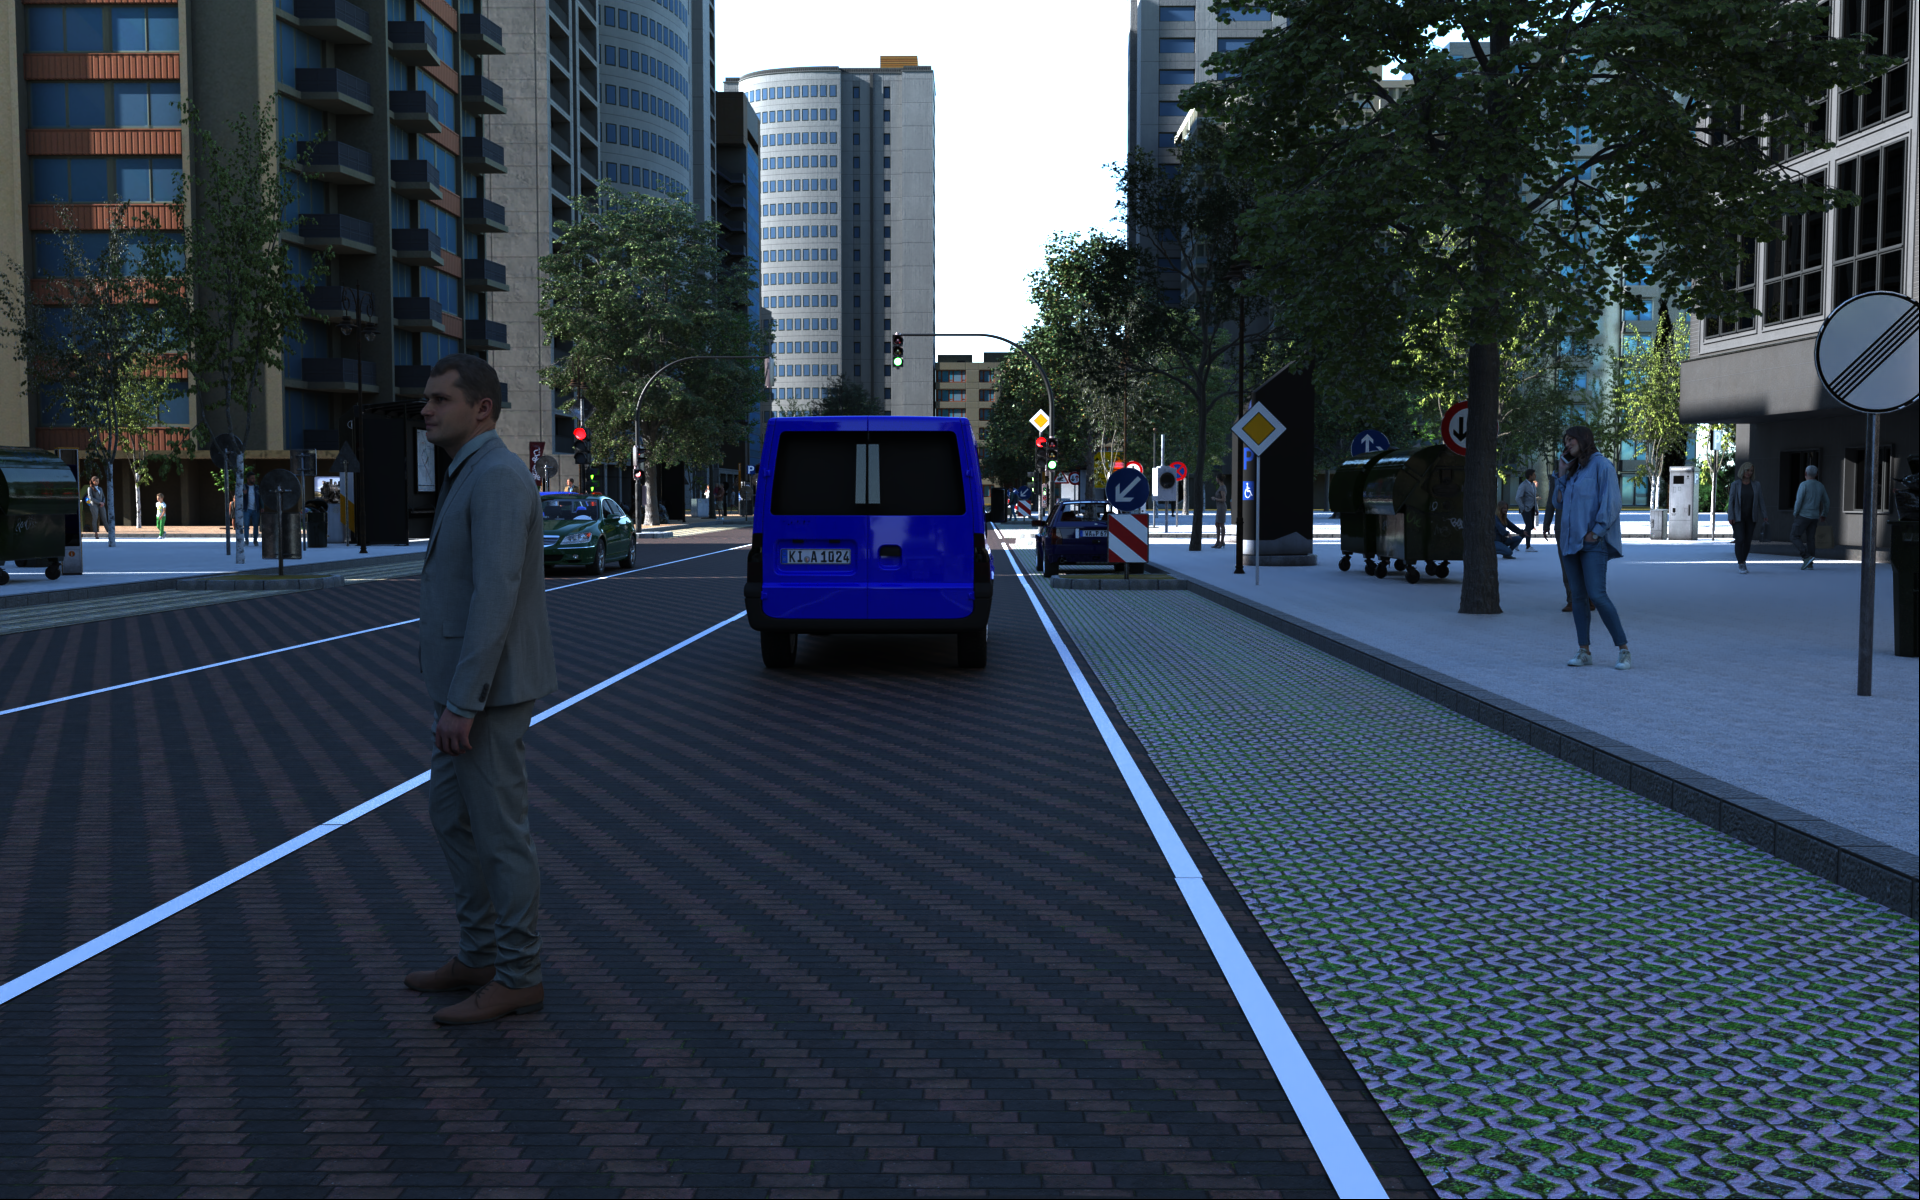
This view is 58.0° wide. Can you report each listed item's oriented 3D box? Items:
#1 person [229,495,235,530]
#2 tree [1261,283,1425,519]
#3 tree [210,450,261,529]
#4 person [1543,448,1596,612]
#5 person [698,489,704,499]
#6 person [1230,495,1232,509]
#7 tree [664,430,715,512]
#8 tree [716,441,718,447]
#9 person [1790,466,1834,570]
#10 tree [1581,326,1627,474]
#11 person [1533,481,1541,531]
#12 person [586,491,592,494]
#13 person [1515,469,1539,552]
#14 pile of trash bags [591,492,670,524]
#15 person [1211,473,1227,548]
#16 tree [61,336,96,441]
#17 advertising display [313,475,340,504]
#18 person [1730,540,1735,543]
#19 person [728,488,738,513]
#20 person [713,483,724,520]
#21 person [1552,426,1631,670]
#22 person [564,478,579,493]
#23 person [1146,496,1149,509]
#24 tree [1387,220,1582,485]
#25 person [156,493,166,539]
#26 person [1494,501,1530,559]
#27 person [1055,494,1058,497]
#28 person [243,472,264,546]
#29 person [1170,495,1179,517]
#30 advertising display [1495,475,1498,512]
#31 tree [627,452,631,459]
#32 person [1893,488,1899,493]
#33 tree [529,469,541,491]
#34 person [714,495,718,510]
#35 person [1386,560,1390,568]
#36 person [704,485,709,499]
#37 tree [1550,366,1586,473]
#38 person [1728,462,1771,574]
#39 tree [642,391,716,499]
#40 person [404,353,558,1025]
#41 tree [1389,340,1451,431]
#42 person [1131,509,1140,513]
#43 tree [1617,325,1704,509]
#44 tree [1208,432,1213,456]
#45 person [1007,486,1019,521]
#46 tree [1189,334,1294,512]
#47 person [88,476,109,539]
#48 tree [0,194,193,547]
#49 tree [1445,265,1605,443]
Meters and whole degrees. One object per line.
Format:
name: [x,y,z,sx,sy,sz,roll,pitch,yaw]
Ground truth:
person: [-25.874,-3.125,61.813,0.362,1.253,0.373,-1,4,-11]
tree: [19.768,-10.600,90.312,9.611,12.733,9.660,0,3,0]
tree: [-26.615,-4.195,63.187,1.663,3.219,1.824,0,3,0]
person: [6.717,-0.781,18.933,0.709,1.813,0.853,2,4,30]
person: [-22.069,-8.651,148.197,0.721,1.735,1.217,2,4,25]
person: [15.858,-5.496,100.593,0.332,1.250,0.352,1,4,15]
tree: [-19.205,-10.558,122.978,4.737,8.622,4.395,0,3,0]
tree: [-19.561,-10.916,128.834,4.360,8.622,3.978,0,3,0]
person: [14.547,-1.404,29.486,0.782,1.767,0.515,-1,4,-19]
tree: [28.463,-7.351,70.557,4.737,8.622,4.395,0,3,0]
person: [20.200,-3.315,60.795,0.362,1.759,0.519,2,4,25]
person: [-21.622,-5.793,101.185,0.534,1.772,0.576,-1,4,-13]
person: [12.580,-2.000,38.587,0.661,1.843,0.795,-3,4,-37]
pile of trash bags: [-14.234,-3.924,73.911,3.447,1.369,1.912,-3,5,-40]
person: [6.116,-2.112,40.911,0.374,1.781,0.599,0,4,7]
tree: [-31.185,-7.016,65.073,4.737,8.622,4.395,0,3,0]
advertising display: [-21.550,-3.296,59.096,0.974,1.923,0.123,0,4,-2]
person: [20.390,-2.389,45.284,0.511,1.800,0.466,3,5,43]
person: [-15.468,-6.822,118.333,0.760,1.731,0.466,-2,4,-26]
person: [-12.074,-4.943,86.840,0.580,1.828,0.573,0,4,2]
person: [4.714,-0.403,12.893,0.793,1.790,0.793,3,5,40]
person: [-13.461,-3.297,59.852,0.656,1.842,0.836,-2,4,-27]
person: [15.449,-8.420,144.256,0.434,1.755,0.990,2,4,35]
tree: [12.681,-5.735,44.131,4.737,8.622,4.395,0,3,0]
person: [-22.825,-2.399,49.514,0.306,1.304,0.590,0,4,-3]
person: [10.879,-1.390,34.265,1.012,1.151,0.738,-3,5,-39]
person: [9.539,-10.453,177.664,1.217,1.743,0.721,2,4,33]
person: [-17.243,-2.215,42.250,0.794,1.824,0.713,-1,4,-17]
person: [12.097,-5.640,98.036,0.659,1.850,0.755,2,4,29]
advertising display: [17.590,-3.245,58.267,0.974,1.923,0.123,3,5,45]
tree: [-24.929,-9.001,130.876,4.285,4.588,4.351,0,3,0]
person: [12.708,-1.006,23.056,0.524,1.755,0.480,2,4,26]
tree: [-25.733,-6.691,103.996,1.663,3.219,1.824,0,3,0]
person: [-19.492,-7.856,137.680,0.628,1.438,0.799,1,4,10]
person: [7.417,-1.445,29.943,0.520,1.790,0.573,1,4,11]
person: [-14.839,-5.877,102.230,0.679,1.850,0.850,2,4,31]
tree: [31.790,-8.742,93.294,4.360,8.622,3.978,0,3,0]
person: [12.807,-1.337,28.085,0.709,1.800,0.728,1,4,11]
tree: [-19.387,-10.215,117.375,4.360,8.622,3.978,0,3,0]
person: [-1.314,0.233,4.783,0.391,1.810,0.635,-2,4,-25]
tree: [29.653,-11.684,116.796,9.928,11.665,9.643,0,3,0]
person: [4.067,-1.835,40.729,0.332,1.250,0.352,0,4,8]
tree: [31.030,-7.724,76.644,4.360,8.622,3.978,0,3,0]
tree: [15.044,-10.076,115.101,4.360,8.622,3.978,0,3,0]
person: [2.640,-4.904,88.673,0.713,1.824,0.794,2,4,28]
tree: [13.693,-7.827,78.329,4.737,8.622,4.395,0,3,0]
person: [-24.550,-2.641,49.491,0.573,1.790,0.520,0,4,7]
tree: [-20.794,-5.584,41.666,4.360,8.622,3.978,0,3,0]
tree: [20.530,-8.153,67.717,8.767,10.594,7.601,1,4,15]
